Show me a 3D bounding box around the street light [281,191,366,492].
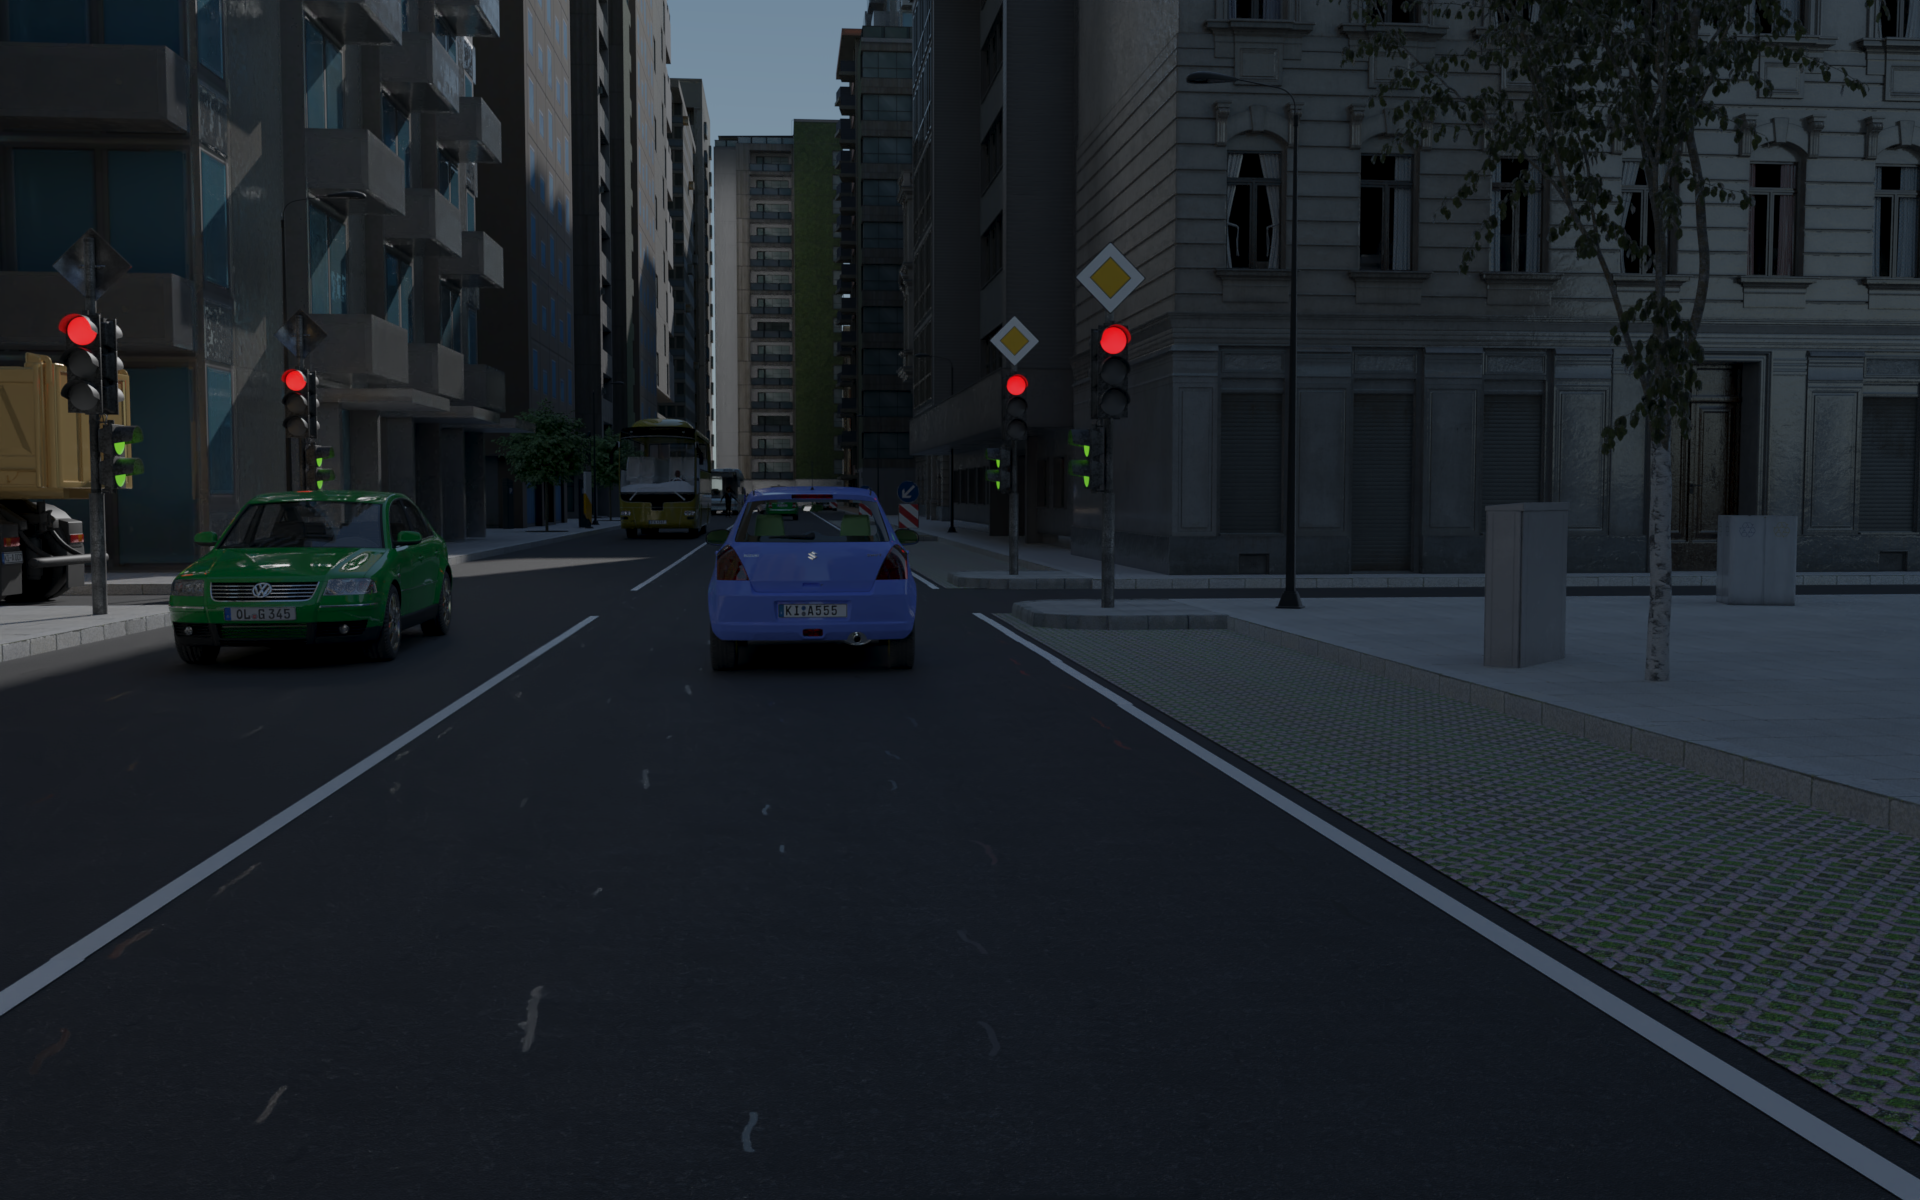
[{"bbox_3d":[-9.808,-3.310,26.663,1.470,5.913,1.316,0,4,-6],"label":"street light"}]

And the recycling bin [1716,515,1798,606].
[{"bbox_3d":[9.302,-0.470,20.241,0.722,1.027,0.722,1,4,12],"label":"recycling bin"}]

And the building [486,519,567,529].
[{"bbox_3d":[-23.457,-25.624,69.059,14.600,45.320,14.200,0,4,-6],"label":"building"}]

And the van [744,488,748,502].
[{"bbox_3d":[-20.499,-9.437,158.670,2.240,2.365,5.245,0,4,-7],"label":"van"}]

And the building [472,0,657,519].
[{"bbox_3d":[-26.317,-27.928,106.739,14.600,45.320,14.200,0,4,-6],"label":"building"}]

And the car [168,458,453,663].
[{"bbox_3d":[-5.911,-0.449,16.145,1.959,1.807,4.718,0,4,-8],"label":"car"}]

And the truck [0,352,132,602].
[{"bbox_3d":[-16.001,-1.593,21.966,9.791,3.379,3.469,0,4,-4],"label":"truck"}]

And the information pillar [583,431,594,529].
[{"bbox_3d":[-13.834,-4.465,64.349,0.183,3.616,0.504,1,4,14],"label":"information pillar"}]

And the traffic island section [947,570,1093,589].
[{"bbox_3d":[0.876,-0.321,27.532,2.009,0.180,2.903,0,4,-6],"label":"traffic island section"}]

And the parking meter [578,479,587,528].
[{"bbox_3d":[-14.366,-3.698,66.181,0.399,1.863,0.255,-2,4,-24],"label":"parking meter"}]

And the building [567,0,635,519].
[{"bbox_3d":[-24.990,-19.565,91.584,14.160,30.474,14.107,0,4,-6],"label":"building"}]

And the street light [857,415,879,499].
[{"bbox_3d":[-5.350,-7.899,101.687,1.470,5.913,1.316,0,4,-6],"label":"street light"}]

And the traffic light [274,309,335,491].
[{"bbox_3d":[-9.968,-2.286,26.289,0.839,4.253,0.868,0,4,-6],"label":"traffic light"}]

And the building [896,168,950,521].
[{"bbox_3d":[4.189,-16.295,85.503,14.460,24.649,34.723,0,4,-6],"label":"building"}]

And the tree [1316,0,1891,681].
[{"bbox_3d":[4.569,-3.751,11.689,4.360,8.622,3.978,0,3,0],"label":"tree"}]

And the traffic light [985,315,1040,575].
[{"bbox_3d":[0.835,-2.354,27.414,0.839,4.253,0.868,0,4,-6],"label":"traffic light"}]

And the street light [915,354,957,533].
[{"bbox_3d":[-0.801,-5.193,57.454,1.470,5.913,1.316,0,4,-6],"label":"street light"}]

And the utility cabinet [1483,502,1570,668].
[{"bbox_3d":[4.311,-0.124,13.197,0.306,1.237,1.020,3,4,37],"label":"utility cabinet"}]

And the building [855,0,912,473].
[{"bbox_3d":[3.995,-31.491,134.484,23.786,49.044,30.456,0,4,-6],"label":"building"}]

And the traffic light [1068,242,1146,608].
[{"bbox_3d":[1.653,-1.868,19.470,0.839,4.253,0.868,0,4,-6],"label":"traffic light"}]

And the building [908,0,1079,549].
[{"bbox_3d":[6.561,-14.323,53.246,14.314,24.678,30.058,0,4,-6],"label":"building"}]

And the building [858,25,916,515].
[{"bbox_3d":[0.385,-20.785,111.542,14.160,30.474,14.107,0,4,-6],"label":"building"}]

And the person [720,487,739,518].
[{"bbox_3d":[-13.907,-5.872,104.140,0.705,1.869,1.348,3,5,45],"label":"person"}]

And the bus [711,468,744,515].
[{"bbox_3d":[-16.635,-7.728,121.207,2.948,3.499,13.247,0,4,-5],"label":"bus"}]

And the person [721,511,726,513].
[{"bbox_3d":[-17.891,-7.487,130.896,0.705,1.826,1.348,1,4,15],"label":"person"}]

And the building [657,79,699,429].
[{"bbox_3d":[-36.465,-28.588,159.301,23.993,40.220,32.217,0,4,-6],"label":"building"}]

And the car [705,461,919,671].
[{"bbox_3d":[-1.310,-0.356,15.414,1.945,1.707,3.694,0,4,-5],"label":"car"}]

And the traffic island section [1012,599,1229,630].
[{"bbox_3d":[1.694,0.165,19.588,2.009,0.180,2.903,0,4,-6],"label":"traffic island section"}]

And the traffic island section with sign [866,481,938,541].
[{"bbox_3d":[-1.741,-2.710,52.944,1.989,1.847,2.006,0,4,-6],"label":"traffic island section with sign"}]

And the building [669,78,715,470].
[{"bbox_3d":[-38.735,-34.841,193.356,21.600,48.544,21.300,0,4,-6],"label":"building"}]

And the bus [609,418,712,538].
[{"bbox_3d":[-10.087,-4.181,59.909,2.896,3.916,12.252,0,4,-6],"label":"bus"}]

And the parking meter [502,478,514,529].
[{"bbox_3d":[-16.530,-3.527,63.375,0.255,1.863,0.399,1,4,18],"label":"parking meter"}]

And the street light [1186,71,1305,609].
[{"bbox_3d":[3.177,-2.857,19.257,1.470,5.913,1.316,0,4,-6],"label":"street light"}]

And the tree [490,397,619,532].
[{"bbox_3d":[-14.109,-4.584,58.664,4.285,4.588,4.351,0,3,0],"label":"tree"}]

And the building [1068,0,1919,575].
[{"bbox_3d":[11.695,-11.199,32.254,18.267,20.994,9.793,0,4,-6],"label":"building"}]

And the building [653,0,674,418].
[{"bbox_3d":[-35.249,-32.861,126.513,28.713,52.752,27.495,0,4,-6],"label":"building"}]

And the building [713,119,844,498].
[{"bbox_3d":[-20.054,-31.084,191.809,14.086,41.232,14.154,0,4,-6],"label":"building"}]

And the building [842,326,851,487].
[{"bbox_3d":[0.894,-21.793,201.347,28.899,21.520,27.650,0,4,-6],"label":"building"}]

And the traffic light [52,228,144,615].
[{"bbox_3d":[-9.149,-1.800,18.346,0.839,4.253,0.868,0,4,-6],"label":"traffic light"}]

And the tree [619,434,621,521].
[{"bbox_3d":[-16.756,-6.055,82.710,4.285,4.588,4.351,0,3,0],"label":"tree"}]

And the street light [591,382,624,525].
[{"bbox_3d":[-14.566,-6.060,71.622,1.470,5.913,1.316,0,4,-6],"label":"street light"}]

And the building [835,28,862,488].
[{"bbox_3d":[-0.548,-31.162,164.117,22.147,44.769,28.867,0,4,-6],"label":"building"}]

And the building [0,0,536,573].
[{"bbox_3d":[-23.073,-25.624,38.554,23.786,49.044,30.456,0,4,-6],"label":"building"}]

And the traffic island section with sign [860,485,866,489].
[{"bbox_3d":[-4.505,-4.353,79.802,1.989,1.847,2.006,0,4,-6],"label":"traffic island section with sign"}]
